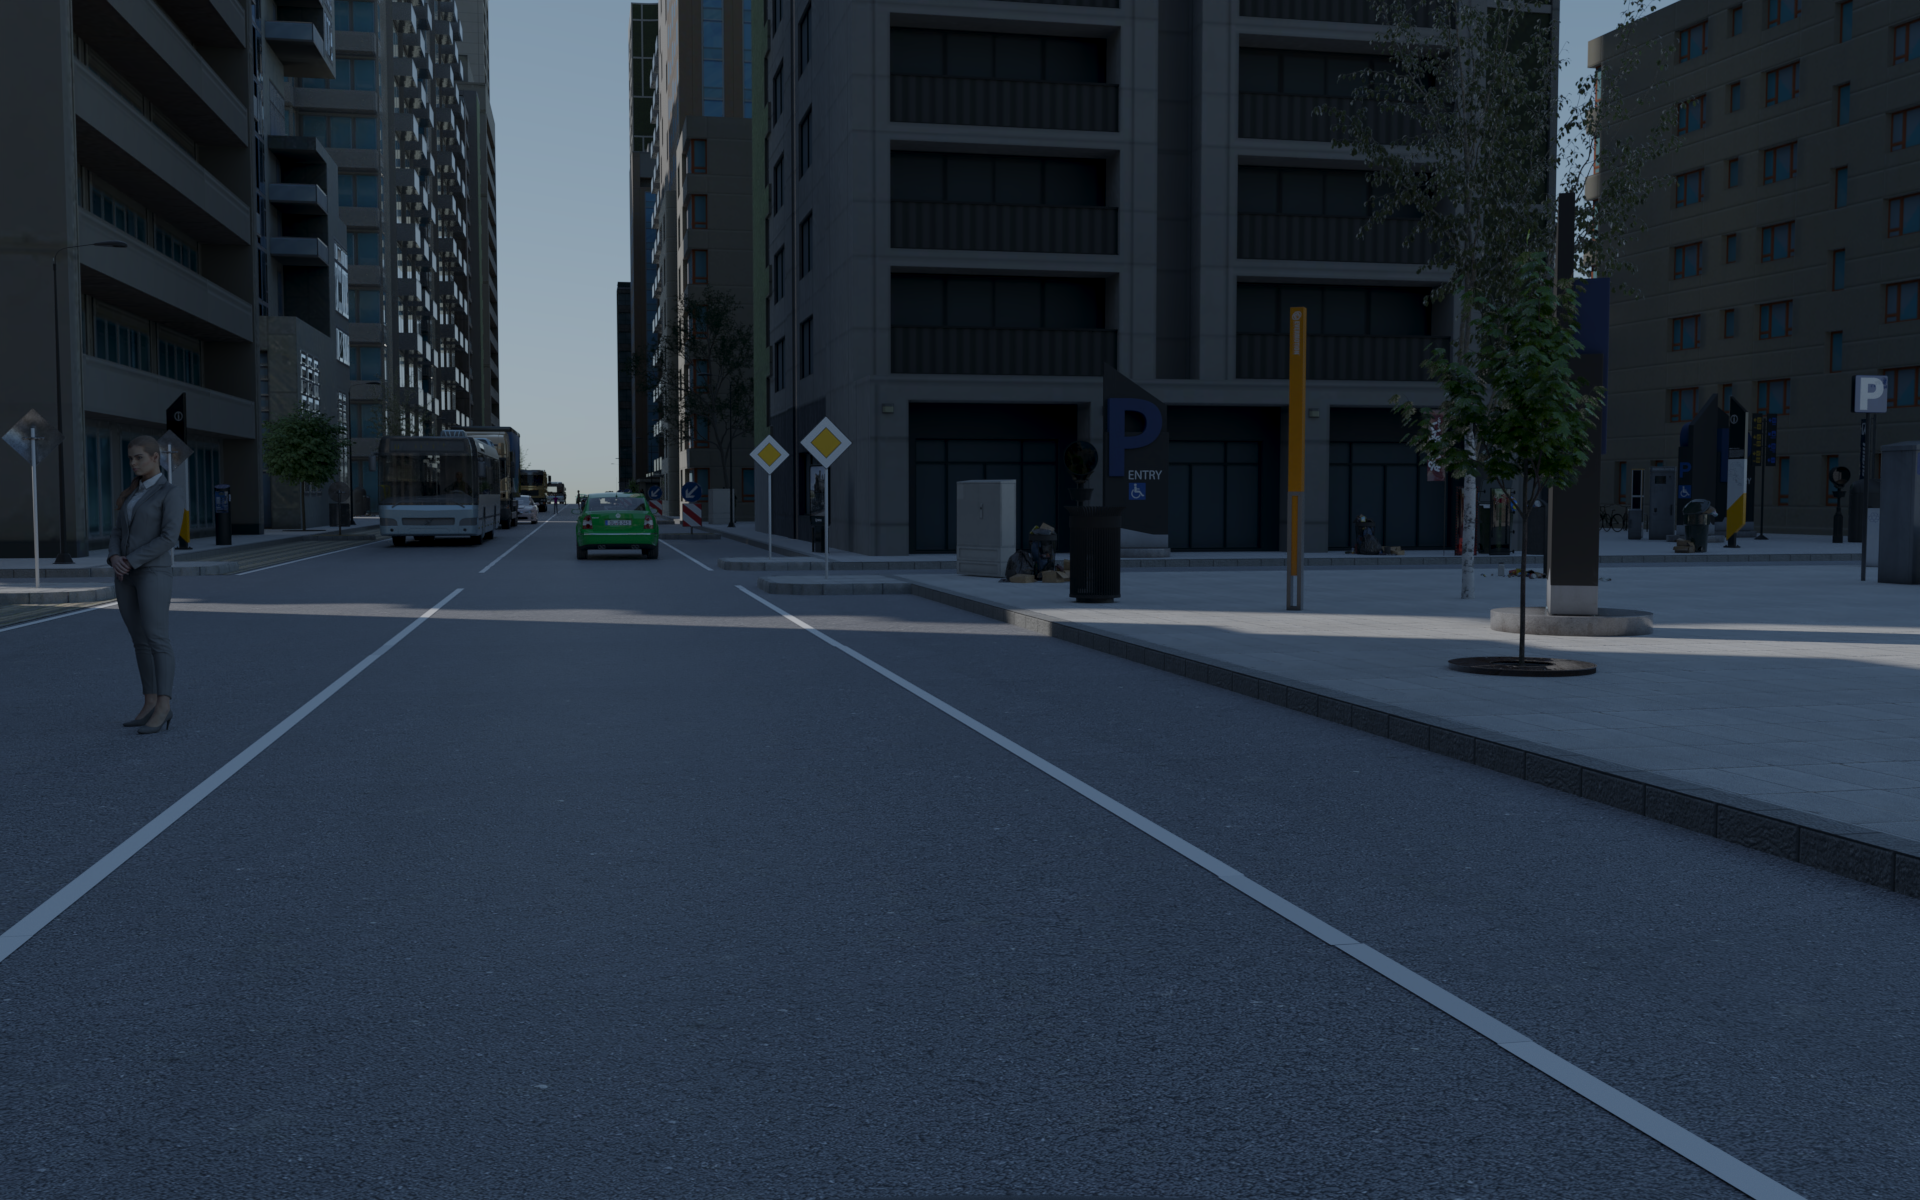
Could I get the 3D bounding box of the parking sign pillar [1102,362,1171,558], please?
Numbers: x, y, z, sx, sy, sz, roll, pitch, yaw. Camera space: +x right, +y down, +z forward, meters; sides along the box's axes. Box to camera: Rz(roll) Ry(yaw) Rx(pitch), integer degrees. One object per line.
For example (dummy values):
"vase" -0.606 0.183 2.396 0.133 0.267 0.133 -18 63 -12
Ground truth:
"parking sign pillar" 3.578 -2.864 35.292 1.447 3.967 1.447 0 4 -3

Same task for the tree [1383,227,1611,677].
"tree" 4.203 -1.103 12.631 1.663 3.219 1.824 0 3 0

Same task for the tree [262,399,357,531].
"tree" -22.681 -4.666 60.001 4.285 4.588 4.351 0 3 0

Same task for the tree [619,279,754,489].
"tree" -10.155 -8.598 74.990 8.767 10.594 7.601 -2 4 -32

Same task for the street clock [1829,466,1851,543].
"street clock" 22.964 -2.489 45.261 0.471 2.002 0.358 0 4 1

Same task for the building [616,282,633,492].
"building" -39.689 -28.439 236.674 14.160 30.474 14.107 -1 4 -12

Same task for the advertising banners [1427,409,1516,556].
"advertising banners" 10.560 -2.434 35.981 2.074 3.025 0.090 -1 4 -10

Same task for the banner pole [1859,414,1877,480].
"banner pole" 26.395 -3.690 50.343 0.401 3.779 0.863 0 4 -6

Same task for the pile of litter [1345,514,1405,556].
"pile of litter" 8.840 -1.404 36.914 1.176 0.858 1.719 0 4 2

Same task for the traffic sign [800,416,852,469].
"traffic sign" -1.980 -1.451 25.922 0.795 2.593 0.064 -1 4 -12

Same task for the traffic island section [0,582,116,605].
"traffic island section" -12.649 -0.086 23.688 2.009 0.180 2.903 -1 4 -12

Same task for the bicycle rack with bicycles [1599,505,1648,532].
"bicycle rack with bicycles" 22.280 -2.816 59.420 2.852 0.926 2.925 0 4 0

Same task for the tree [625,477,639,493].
"tree" -36.669 -12.170 193.580 1.663 3.219 1.824 0 3 0

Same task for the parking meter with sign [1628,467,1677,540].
"parking meter with sign" 19.655 -3.194 48.476 1.738 3.016 0.543 1 4 20

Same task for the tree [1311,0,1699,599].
"tree" 6.442 -4.312 20.868 4.360 8.622 3.978 0 3 0

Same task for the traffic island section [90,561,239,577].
"traffic island section" -14.354 -0.563 31.490 2.009 0.180 2.903 -1 4 -12

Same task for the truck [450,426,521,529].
"truck" -20.227 -5.193 73.822 2.839 4.237 11.283 -1 4 -12

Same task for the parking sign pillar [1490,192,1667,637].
"parking sign pillar" 5.741 -1.694 16.163 1.447 3.967 1.447 1 4 17

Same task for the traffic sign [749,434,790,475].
"traffic sign" -3.684 -1.929 33.724 0.795 2.593 0.064 -1 4 -12

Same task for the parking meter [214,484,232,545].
"parking meter" -18.490 -2.143 43.452 0.372 1.533 0.369 0 3 0

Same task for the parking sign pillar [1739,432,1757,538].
"parking sign pillar" 22.970 -3.856 51.521 1.447 3.967 1.447 -1 4 -15

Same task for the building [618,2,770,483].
"building" -39.838 -49.887 253.911 20.563 71.187 20.611 -1 4 -12

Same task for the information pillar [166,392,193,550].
"information pillar" -17.986 -2.966 39.854 0.504 3.616 0.183 1 4 12

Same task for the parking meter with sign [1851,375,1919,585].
"parking meter with sign" 13.523 -1.739 24.702 0.543 3.016 1.738 -1 4 -12

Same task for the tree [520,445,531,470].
"tree" -66.381 -18.924 259.774 4.360 8.622 3.978 0 3 0

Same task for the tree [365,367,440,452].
"tree" -32.649 -9.199 100.762 4.360 8.622 3.978 0 3 0

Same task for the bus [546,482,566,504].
"bus" -58.983 -15.750 252.373 2.948 3.499 13.247 -1 4 -14

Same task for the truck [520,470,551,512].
"truck" -34.558 -8.766 139.245 3.469 3.379 9.791 -1 4 -12

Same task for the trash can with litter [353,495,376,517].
"trash can with litter" -34.092 -5.349 98.515 1.678 1.210 2.233 1 4 22

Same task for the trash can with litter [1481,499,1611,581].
"trash can with litter" 8.945 -0.940 26.421 1.678 1.210 2.233 -1 4 -21

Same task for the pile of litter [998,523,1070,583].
"pile of litter" 1.367 -0.704 25.475 1.719 0.858 1.176 -1 4 -9

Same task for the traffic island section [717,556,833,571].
"traffic island section" -3.663 -0.705 33.812 2.009 0.180 2.903 -1 4 -12

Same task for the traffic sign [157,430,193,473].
"traffic sign" -14.332 -1.788 31.427 0.795 2.593 0.064 -1 4 -12

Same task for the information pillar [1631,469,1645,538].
"information pillar" 19.788 -2.819 50.586 0.304 2.012 0.304 2 4 34

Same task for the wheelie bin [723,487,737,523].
"wheelie bin" -10.212 -4.167 76.046 0.693 1.594 0.980 -3 5 -39

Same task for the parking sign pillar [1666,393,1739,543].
"parking sign pillar" 19.637 -3.527 46.140 1.447 3.967 1.447 -3 5 -40

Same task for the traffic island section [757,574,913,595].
"traffic island section" -1.958 -0.228 26.010 2.009 0.180 2.903 -1 4 -12

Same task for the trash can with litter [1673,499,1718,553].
"trash can with litter" 16.034 -1.616 37.815 1.055 1.170 0.624 -3 5 -45

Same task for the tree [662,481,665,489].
"tree" -18.040 -7.017 109.334 1.663 3.219 1.824 0 3 0

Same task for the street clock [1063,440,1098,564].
"street clock" 1.638 -1.158 23.506 0.471 2.002 0.358 0 4 5

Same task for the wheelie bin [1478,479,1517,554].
"wheelie bin" 11.489 -1.791 37.192 0.980 1.594 0.693 2 4 29

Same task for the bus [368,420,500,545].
"bus" -15.328 -3.466 51.536 2.948 3.499 13.247 -1 4 -12

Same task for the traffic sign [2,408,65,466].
"traffic sign" -12.628 -1.311 23.626 0.795 2.593 0.064 -1 4 -12

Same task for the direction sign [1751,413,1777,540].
"direction sign" 22.546 -3.463 48.622 0.876 3.537 0.379 -1 4 -21

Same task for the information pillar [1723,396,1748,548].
"information pillar" 18.453 -3.045 41.143 0.183 3.616 0.504 -2 4 -25
